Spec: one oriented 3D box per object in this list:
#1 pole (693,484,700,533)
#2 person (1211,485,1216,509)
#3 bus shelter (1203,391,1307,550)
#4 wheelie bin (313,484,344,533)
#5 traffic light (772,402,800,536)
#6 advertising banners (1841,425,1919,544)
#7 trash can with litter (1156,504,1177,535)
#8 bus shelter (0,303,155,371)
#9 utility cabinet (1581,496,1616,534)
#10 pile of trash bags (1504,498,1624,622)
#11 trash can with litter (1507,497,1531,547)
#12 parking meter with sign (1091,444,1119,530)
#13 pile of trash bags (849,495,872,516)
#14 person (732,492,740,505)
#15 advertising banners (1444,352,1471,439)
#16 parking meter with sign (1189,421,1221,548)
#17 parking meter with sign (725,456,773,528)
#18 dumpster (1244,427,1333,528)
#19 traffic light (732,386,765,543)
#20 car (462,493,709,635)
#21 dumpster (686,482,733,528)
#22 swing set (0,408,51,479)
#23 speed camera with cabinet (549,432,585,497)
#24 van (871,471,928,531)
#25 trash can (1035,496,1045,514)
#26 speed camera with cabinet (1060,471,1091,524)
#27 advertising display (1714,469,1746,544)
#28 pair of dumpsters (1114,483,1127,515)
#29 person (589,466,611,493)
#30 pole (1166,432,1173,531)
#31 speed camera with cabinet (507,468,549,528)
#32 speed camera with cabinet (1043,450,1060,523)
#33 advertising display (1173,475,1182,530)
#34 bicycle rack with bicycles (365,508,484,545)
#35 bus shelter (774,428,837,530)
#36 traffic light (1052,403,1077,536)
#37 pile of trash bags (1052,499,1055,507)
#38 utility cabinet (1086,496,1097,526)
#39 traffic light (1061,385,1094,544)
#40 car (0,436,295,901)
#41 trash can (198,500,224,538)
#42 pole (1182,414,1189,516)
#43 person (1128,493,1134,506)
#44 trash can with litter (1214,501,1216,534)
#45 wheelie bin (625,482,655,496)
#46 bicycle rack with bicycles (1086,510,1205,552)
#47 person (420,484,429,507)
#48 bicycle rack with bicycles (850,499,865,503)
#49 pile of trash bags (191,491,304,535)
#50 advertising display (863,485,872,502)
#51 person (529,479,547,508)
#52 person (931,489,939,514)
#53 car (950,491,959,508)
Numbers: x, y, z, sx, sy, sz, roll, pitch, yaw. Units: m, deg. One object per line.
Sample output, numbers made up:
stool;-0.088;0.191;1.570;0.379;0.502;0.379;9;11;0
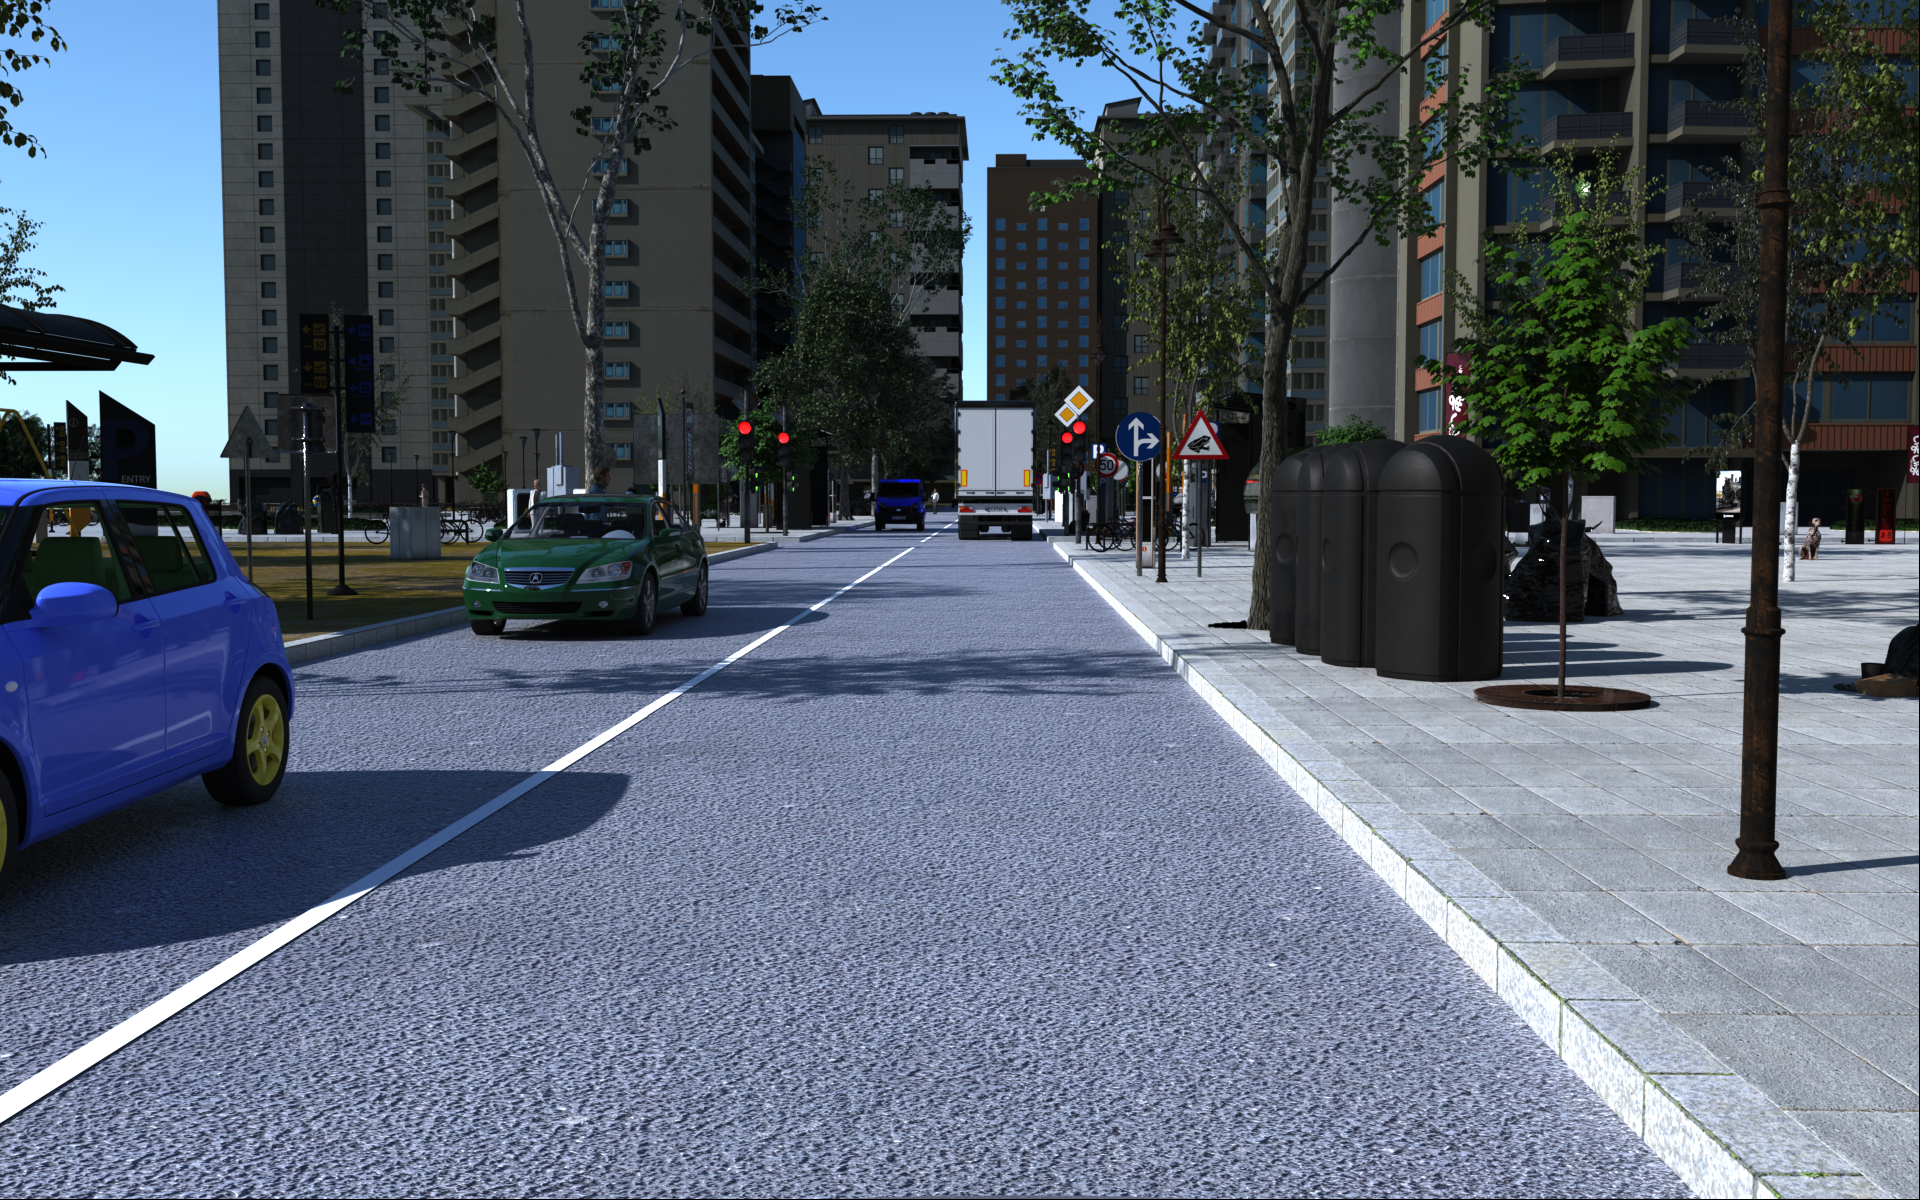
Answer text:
pole;-7.928;-3.562;52.086;0.158;3.312;0.155;0;3;0
person;14.520;-5.621;98.128;0.661;1.801;0.590;-2;4;-34
bus shelter;7.178;-3.137;42.579;1.731;3.624;6.357;0;4;1
wheelie bin;-20.814;-3.013;57.168;0.980;1.594;0.693;-2;4;-33
traffic light;-5.327;-3.914;52.909;0.839;4.253;0.868;0;4;1
advertising banners;23.525;-2.925;44.015;2.074;3.025;0.090;0;4;3
trash can with litter;6.115;-2.555;53.161;1.055;1.170;0.624;0;4;-7
bus shelter;-10.282;-1.420;17.145;2.014;3.302;5.546;0;4;1
utility cabinet;20.767;-2.763;56.333;1.020;1.237;0.306;2;4;31
pile of trash bags;5.442;-0.491;17.778;1.912;1.369;3.447;3;5;39
trash can with litter;13.278;-1.922;42.477;2.233;1.210;1.678;0;4;7
parking meter with sign;5.117;-3.938;60.646;0.543;3.016;1.738;2;4;23
pile of trash bags;-5.609;-5.664;102.356;3.447;1.369;1.912;3;5;43
person;-17.568;-7.702;135.167;0.628;1.438;0.799;3;5;42
advertising banners;5.835;-1.579;22.009;0.090;3.025;2.074;-1;4;-20
parking meter with sign;5.883;-2.811;42.222;0.543;3.016;1.738;0;4;-4
parking meter with sign;-7.946;-4.225;65.344;1.738;3.016;0.543;0;4;-2
dumpster;5.152;-1.442;26.065;1.502;2.255;1.985;0;4;2
traffic light;-5.512;-3.425;44.926;0.839;4.253;0.868;0;4;1
car;-3.988;-0.447;19.104;2.131;1.459;4.920;0;4;3
dumpster;-9.574;-3.891;66.104;1.502;2.255;1.985;0;4;1
swing set;-17.513;-2.007;30.434;2.862;2.851;3.119;0;4;2
speed camera with cabinet;-12.115;-3.718;55.127;2.038;3.252;0.660;3;5;43
van;-2.364;-3.950;68.969;2.240;2.365;5.245;0;4;0
trash can;5.072;-6.027;110.195;0.748;1.137;0.748;0;3;0
speed camera with cabinet;4.441;-4.342;65.335;0.660;3.252;2.038;1;4;17
advertising display;19.990;-2.433;44.986;0.123;1.923;0.974;-1;4;-17
pair of dumpsters;9.162;-6.214;104.097;1.574;2.255;4.437;0;4;1
person;-4.635;-0.800;21.931;0.444;1.785;0.601;-1;4;-8
pole;6.860;-3.841;56.650;0.158;3.312;0.155;0;3;0
speed camera with cabinet;-13.832;-3.834;57.025;2.038;3.252;0.660;-2;4;-34
speed camera with cabinet;4.452;-5.082;77.426;0.660;3.252;2.038;-2;4;-27
advertising display;7.784;-3.337;59.781;0.974;1.923;0.123;1;4;11
bicycle rack with bicycles;-13.700;-1.892;44.317;2.925;0.926;2.852;-1;4;-16
bus shelter;-5.752;-4.509;64.997;1.731;3.624;6.357;0;4;1
traffic light;3.233;-3.903;52.727;0.839;4.253;0.868;0;4;1
pile of trash bags;7.467;-6.467;115.495;3.447;1.369;1.912;-1;4;-20
utility cabinet;5.581;-3.562;69.401;1.020;1.237;0.306;0;4;-2
traffic light;3.047;-3.414;44.744;0.839;4.253;0.868;0;4;1
car;-4.049;0.174;6.740;1.945;1.707;3.694;0;4;0
trash can;-18.670;-1.920;43.038;0.748;1.137;0.748;0;3;0
pole;5.784;-3.084;44.274;0.158;3.312;0.155;0;3;0
person;13.824;-8.219;140.060;0.705;1.869;1.348;1;4;18
trash can with litter;8.517;-2.725;55.944;0.624;1.170;1.055;1;4;13
wheelie bin;-8.429;-2.306;45.610;0.693;1.594;0.980;2;4;26
bicycle rack with bicycles;4.113;-1.582;39.243;2.925;0.926;2.852;0;4;-7
person;-25.731;-4.698;83.198;0.374;1.781;0.599;1;4;17
bicycle rack with bicycles;-6.713;-6.863;125.585;2.852;0.926;2.925;-1;4;-19
pile of trash bags;-22.664;-2.777;55.164;3.447;1.369;1.912;-1;4;-12
advertising display;-6.639;-7.459;127.166;0.974;1.923;0.123;0;4;-4
person;-11.809;-2.451;48.451;0.514;1.842;0.818;-1;4;-22
person;-1.799;-7.057;123.983;0.679;1.850;0.850;2;4;27
car;0.131;-10.626;182.402;2.281;1.827;5.304;0;3;0
